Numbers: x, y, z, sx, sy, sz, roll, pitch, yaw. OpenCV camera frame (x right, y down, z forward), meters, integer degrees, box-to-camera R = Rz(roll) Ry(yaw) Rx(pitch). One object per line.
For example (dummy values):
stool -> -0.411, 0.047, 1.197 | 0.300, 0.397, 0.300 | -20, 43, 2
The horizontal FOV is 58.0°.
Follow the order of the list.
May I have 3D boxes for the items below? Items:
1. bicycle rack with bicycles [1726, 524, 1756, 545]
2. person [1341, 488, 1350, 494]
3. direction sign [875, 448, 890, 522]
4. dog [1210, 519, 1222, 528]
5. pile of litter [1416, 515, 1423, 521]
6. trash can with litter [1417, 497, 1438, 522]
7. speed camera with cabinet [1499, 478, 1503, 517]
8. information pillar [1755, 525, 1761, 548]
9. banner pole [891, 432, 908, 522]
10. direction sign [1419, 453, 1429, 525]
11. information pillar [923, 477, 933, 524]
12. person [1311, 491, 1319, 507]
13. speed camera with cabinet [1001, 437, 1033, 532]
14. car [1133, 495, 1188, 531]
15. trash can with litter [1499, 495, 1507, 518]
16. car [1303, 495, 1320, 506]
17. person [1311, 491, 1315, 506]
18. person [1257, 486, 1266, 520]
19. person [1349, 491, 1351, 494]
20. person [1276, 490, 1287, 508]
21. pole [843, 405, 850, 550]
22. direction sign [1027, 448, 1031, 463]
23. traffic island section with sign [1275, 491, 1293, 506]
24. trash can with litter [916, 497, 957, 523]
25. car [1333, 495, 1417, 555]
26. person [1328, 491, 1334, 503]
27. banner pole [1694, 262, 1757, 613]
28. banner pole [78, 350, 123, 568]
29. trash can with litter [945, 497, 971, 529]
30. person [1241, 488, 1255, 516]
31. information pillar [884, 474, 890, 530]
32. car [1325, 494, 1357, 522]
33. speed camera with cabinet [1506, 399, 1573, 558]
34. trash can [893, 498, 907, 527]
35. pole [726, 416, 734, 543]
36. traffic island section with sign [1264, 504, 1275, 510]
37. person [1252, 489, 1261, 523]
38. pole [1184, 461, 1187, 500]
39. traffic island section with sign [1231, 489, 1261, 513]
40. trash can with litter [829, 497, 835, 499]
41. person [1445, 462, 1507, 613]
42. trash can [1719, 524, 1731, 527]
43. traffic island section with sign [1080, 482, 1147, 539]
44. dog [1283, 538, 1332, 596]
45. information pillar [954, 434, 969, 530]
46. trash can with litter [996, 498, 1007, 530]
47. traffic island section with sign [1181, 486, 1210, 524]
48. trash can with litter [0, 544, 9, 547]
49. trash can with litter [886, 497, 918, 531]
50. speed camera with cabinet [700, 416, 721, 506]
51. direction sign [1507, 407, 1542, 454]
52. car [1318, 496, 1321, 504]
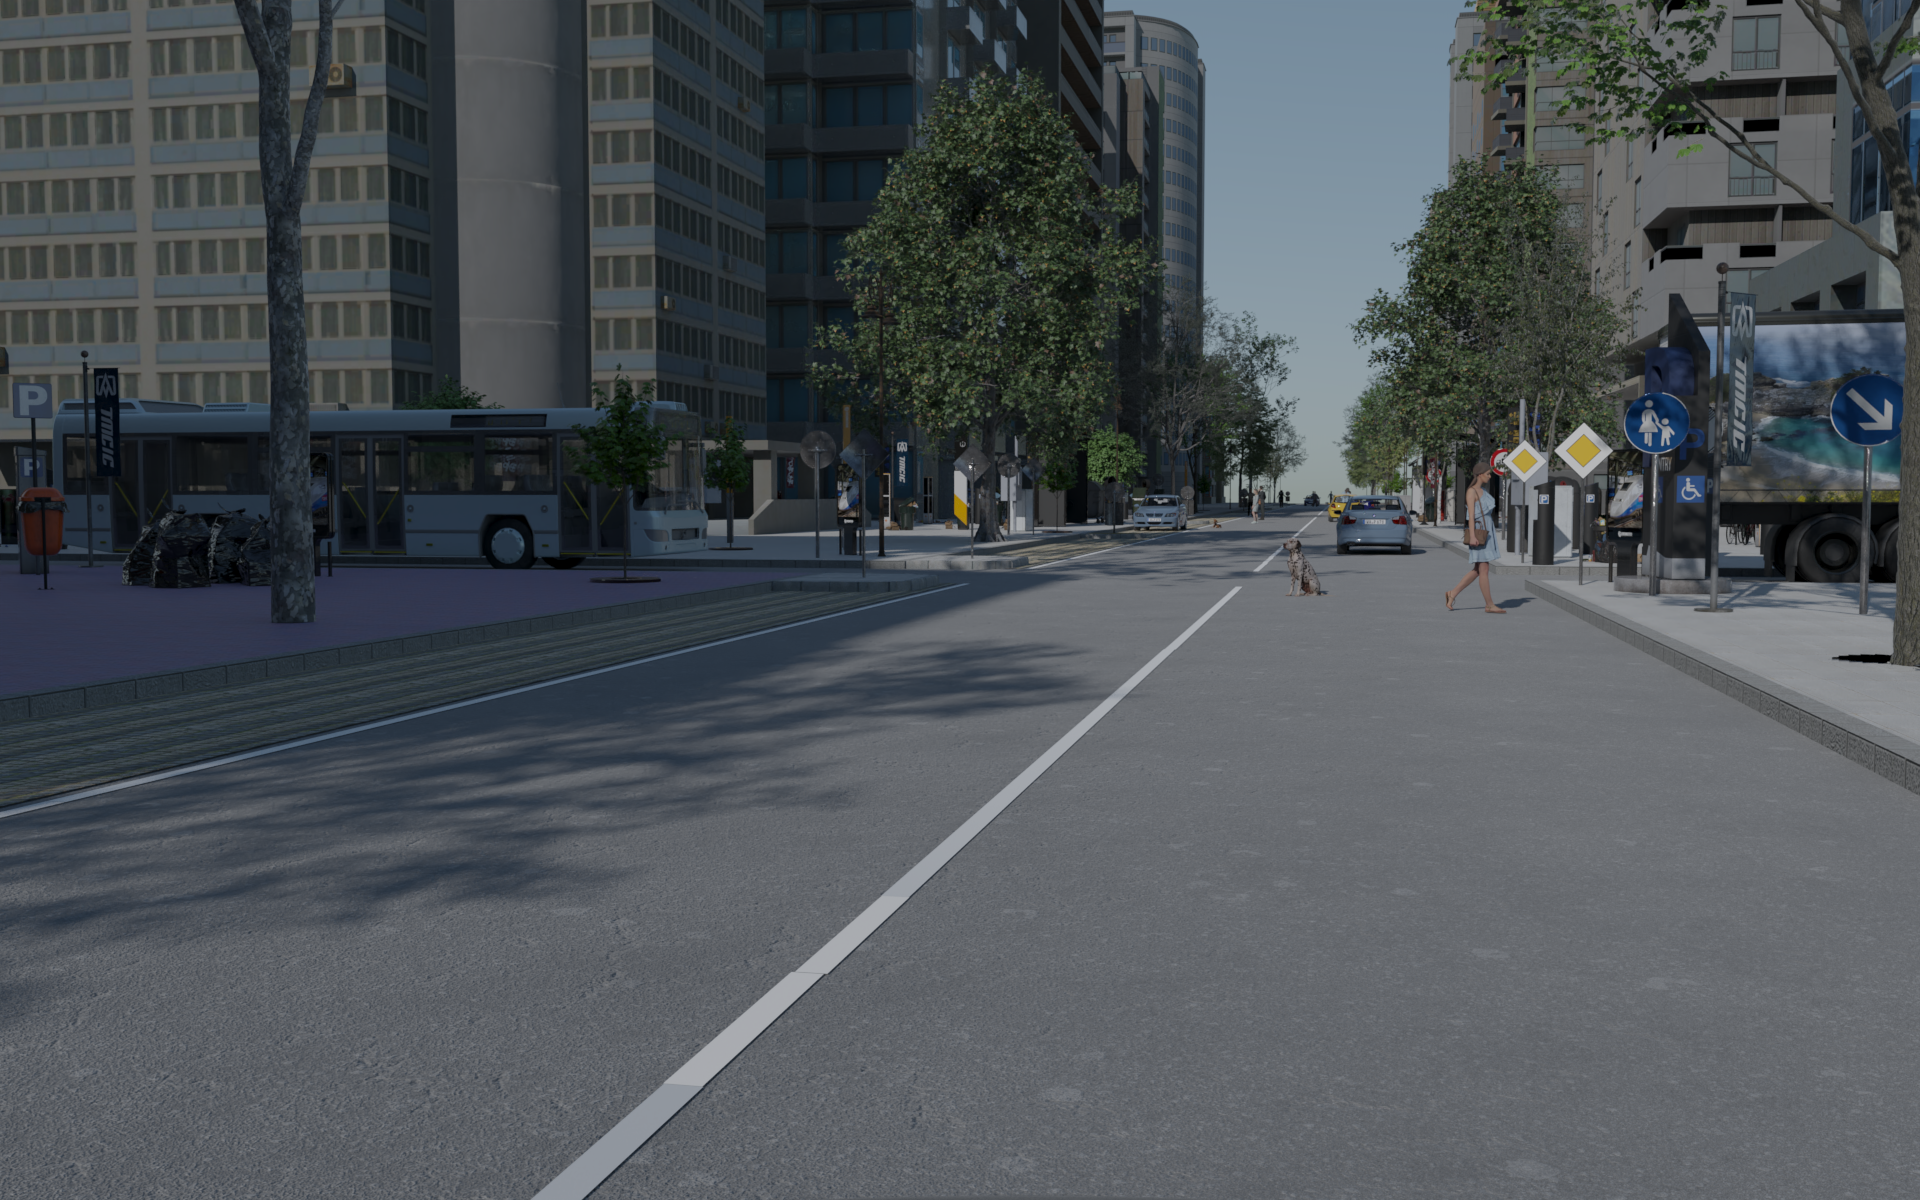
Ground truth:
bicycle rack with bicycles -> 19.740, -1.923, 44.819 | 2.925, 0.926, 2.852 | -3, 5, -43
person -> 21.604, -5.410, 97.226 | 0.793, 1.790, 0.793 | -3, 5, -39
direction sign -> -3.584, -5.369, 79.773 | 0.876, 3.537, 0.379 | -3, 5, -43
dog -> 10.766, -3.230, 73.000 | 0.550, 0.427, 0.748 | 1, 4, 19
pile of litter -> 22.778, -4.290, 84.098 | 1.719, 0.858, 1.176 | -1, 4, -19
trash can with litter -> 21.333, -4.128, 78.881 | 1.055, 1.170, 0.624 | -3, 5, -40
speed camera with cabinet -> 30.572, -6.228, 96.169 | 0.660, 3.252, 2.038 | 0, 4, -3
information pillar -> 19.320, -2.269, 41.588 | 0.304, 2.012, 0.304 | 0, 4, 7
banner pole -> -2.470, -4.858, 69.446 | 0.863, 3.779, 0.401 | 0, 4, -4
direction sign -> 19.281, -4.884, 71.854 | 0.379, 3.537, 0.876 | 2, 4, 26
information pillar -> -1.373, -4.238, 73.785 | 0.304, 2.012, 0.304 | 2, 4, 35
person -> 39.624, -11.261, 193.172 | 0.990, 1.755, 0.434 | 0, 4, -2
speed camera with cabinet -> 1.960, -3.968, 59.210 | 0.660, 3.252, 2.038 | 1, 4, 19
car -> 7.940, -3.444, 68.319 | 2.014, 1.417, 4.499 | 1, 4, 14
trash can with litter -> 28.758, -4.924, 91.566 | 1.678, 1.210, 2.233 | -2, 4, -33
car -> 42.445, -12.019, 209.088 | 1.945, 1.354, 3.894 | 1, 4, 13
person -> 43.636, -12.576, 214.097 | 1.348, 1.826, 0.705 | 3, 5, 43
person -> 16.550, -5.347, 95.286 | 0.474, 1.900, 0.648 | 2, 4, 24
person -> 35.012, -8.975, 156.037 | 0.742, 1.727, 0.445 | -1, 4, -18
person -> 33.654, -10.587, 181.224 | 1.348, 1.869, 0.705 | 3, 5, 44
pole -> -2.598, -2.807, 39.733 | 0.158, 3.312, 0.155 | 0, 3, 0
direction sign -> 3.332, -5.068, 74.864 | 0.876, 3.537, 0.379 | 1, 4, 15
traffic island section with sign -> 39.495, -12.476, 212.605 | 1.989, 1.847, 2.006 | 1, 4, 12
trash can with litter -> -1.111, -4.000, 76.460 | 2.233, 1.210, 1.678 | 2, 4, 28
car -> 10.128, -1.852, 42.283 | 2.014, 1.417, 4.499 | 1, 4, 14
person -> 46.366, -12.704, 216.290 | 1.350, 1.814, 0.705 | -2, 4, -34
banner pole -> 8.428, -1.769, 18.936 | 0.863, 3.779, 0.401 | -2, 4, -33
banner pole -> -15.022, -2.461, 30.249 | 0.863, 3.779, 0.401 | 0, 4, 8
trash can with litter -> -0.113, -3.178, 63.342 | 1.055, 1.170, 0.624 | 0, 4, 1
person -> 18.738, -6.304, 111.584 | 1.348, 1.823, 0.705 | 0, 3, 0
information pillar -> -2.650, -3.516, 61.973 | 0.304, 2.012, 0.304 | 0, 4, -3
car -> 19.979, -4.867, 89.801 | 2.015, 1.641, 3.980 | 1, 4, 11
speed camera with cabinet -> 11.939, -2.520, 35.533 | 0.660, 3.252, 2.038 | 0, 4, -2
trash can -> -2.220, -3.348, 66.386 | 0.748, 1.137, 0.748 | 0, 3, 0
pole -> -6.025, -3.149, 45.337 | 0.158, 3.312, 0.155 | 0, 3, 0
traffic island section with sign -> 27.399, -9.118, 157.705 | 1.989, 1.847, 2.006 | 1, 4, 12
person -> 14.525, -4.622, 85.080 | 0.522, 1.701, 0.512 | 0, 4, -3
pole -> 14.031, -6.956, 107.580 | 0.158, 3.312, 0.155 | 0, 3, 0
traffic island section with sign -> 21.591, -7.506, 131.357 | 1.989, 1.847, 2.006 | 1, 4, 12
trash can with litter -> -5.604, -3.999, 76.763 | 0.624, 1.170, 1.055 | 1, 4, 11
person -> 6.217, -0.753, 20.903 | 0.778, 1.811, 0.616 | 3, 4, 38
trash can -> 29.613, -3.379, 66.903 | 0.748, 1.137, 0.748 | 0, 3, 0
traffic island section with sign -> 5.012, -2.905, 56.128 | 1.989, 1.847, 2.006 | 1, 4, 12
dog -> 4.941, -0.458, 24.319 | 0.800, 0.831, 0.513 | 1, 4, 11
information pillar -> 0.046, -4.317, 61.930 | 0.504, 3.616, 0.183 | 1, 4, 23
trash can with litter -> 1.980, -3.047, 61.200 | 1.055, 1.170, 0.624 | 1, 4, 21
traffic island section with sign -> 10.950, -4.556, 83.113 | 1.989, 1.847, 2.006 | 1, 4, 12
trash can with litter -> -23.719, -1.858, 41.436 | 1.678, 1.210, 2.233 | 0, 4, -6
trash can with litter -> -2.045, -3.031, 60.952 | 1.055, 1.170, 0.624 | -2, 4, -31
speed camera with cabinet -> -6.750, -2.999, 43.376 | 0.660, 3.252, 2.038 | 2, 4, 24
direction sign -> 14.712, -3.255, 45.217 | 0.876, 3.537, 0.379 | 3, 4, 37
car -> 49.287, -13.986, 241.257 | 1.945, 1.354, 3.894 | 1, 4, 12
